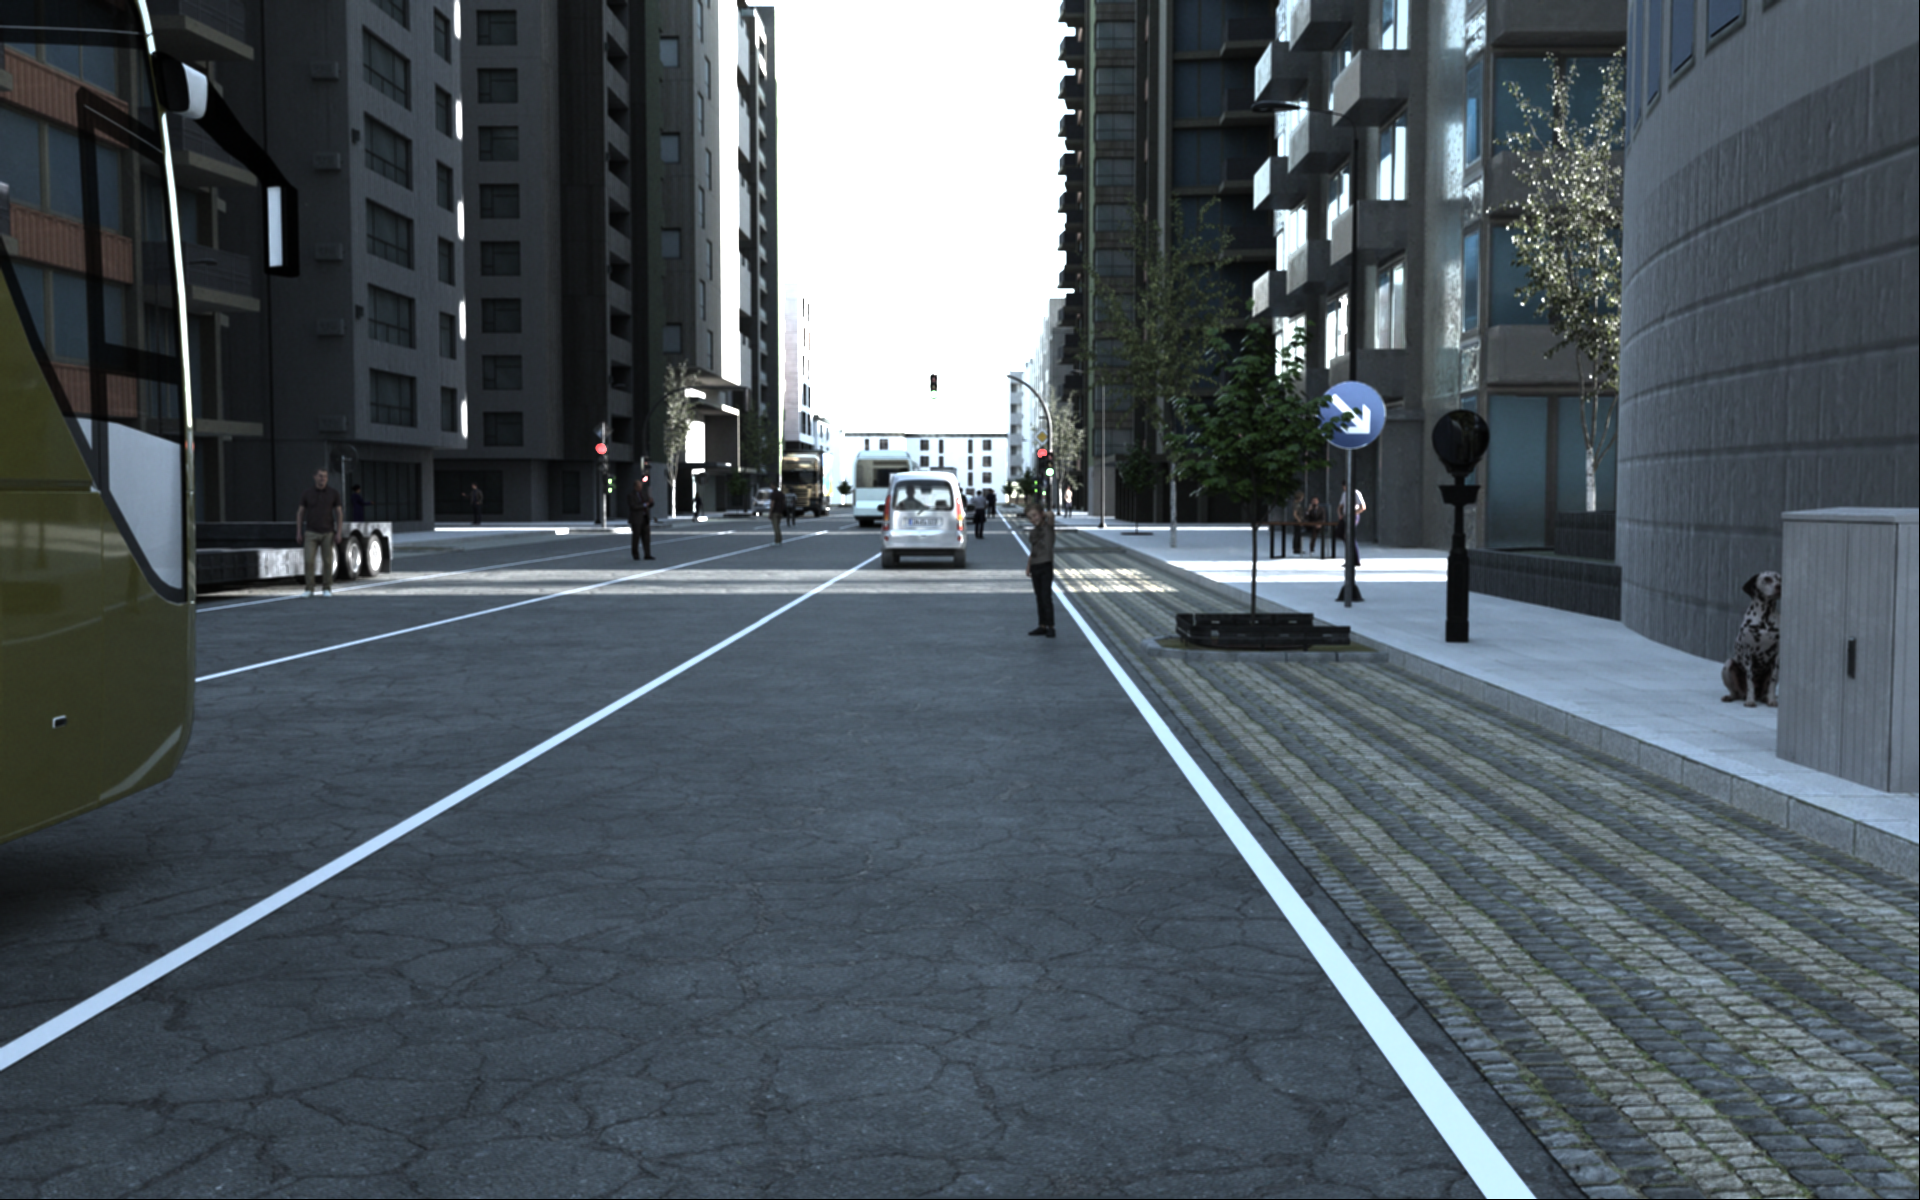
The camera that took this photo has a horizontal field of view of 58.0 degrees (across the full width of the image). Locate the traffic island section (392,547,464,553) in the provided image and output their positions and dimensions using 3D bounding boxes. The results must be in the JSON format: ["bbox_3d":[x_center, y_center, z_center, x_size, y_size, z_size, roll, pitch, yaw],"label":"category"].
[{"bbox_3d":[-13.487,-1.240,43.133,1.991,0.108,1.994,0,4,1],"label":"traffic island section"}]

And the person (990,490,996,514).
[{"bbox_3d":[2.344,-6.926,122.544,0.445,1.727,0.742,1,4,13],"label":"person"}]

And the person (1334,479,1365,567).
[{"bbox_3d":[6.892,-1.361,30.514,0.590,1.554,0.614,-2,4,-24],"label":"person"}]

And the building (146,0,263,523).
[{"bbox_3d":[-28.185,-23.203,34.001,22.147,44.769,28.867,0,4,1],"label":"building"}]

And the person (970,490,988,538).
[{"bbox_3d":[0.597,-2.789,56.317,0.614,1.554,0.590,1,4,11],"label":"person"}]

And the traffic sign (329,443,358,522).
[{"bbox_3d":[-15.487,-2.655,43.509,0.768,2.556,0.104,1,4,10],"label":"traffic sign"}]

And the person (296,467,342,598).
[{"bbox_3d":[-8.897,-0.942,24.030,0.598,1.807,0.434,0,4,-5],"label":"person"}]

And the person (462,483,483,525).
[{"bbox_3d":[-20.553,-4.062,72.982,0.750,1.759,0.617,-3,5,-43],"label":"person"}]

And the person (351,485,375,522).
[{"bbox_3d":[-16.043,-2.324,46.417,0.453,1.535,0.546,1,4,21],"label":"person"}]

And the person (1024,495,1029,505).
[{"bbox_3d":[7.753,-12.159,205.531,0.721,1.739,1.217,-3,5,-40],"label":"person"}]

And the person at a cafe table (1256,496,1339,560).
[{"bbox_3d":[6.983,-1.457,34.676,1.698,1.238,1.726,2,4,29],"label":"person at a cafe table"}]

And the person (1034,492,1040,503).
[{"bbox_3d":[6.137,-7.927,136.466,0.431,1.722,0.655,-1,4,-23],"label":"person"}]

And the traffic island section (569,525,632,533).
[{"bbox_3d":[-13.484,-2.644,65.510,2.009,0.180,2.903,0,4,1],"label":"traffic island section"}]

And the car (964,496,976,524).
[{"bbox_3d":[0.011,-4.482,85.636,2.083,1.381,4.827,0,4,-1],"label":"car"}]

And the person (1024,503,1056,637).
[{"bbox_3d":[0.827,-0.312,17.513,0.435,1.345,0.340,3,4,36],"label":"person"}]

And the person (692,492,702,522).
[{"bbox_3d":[-13.373,-4.703,87.937,0.480,1.512,0.613,1,4,12],"label":"person"}]

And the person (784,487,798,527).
[{"bbox_3d":[-7.352,-4.034,75.184,0.841,1.734,0.376,2,4,32],"label":"person"}]

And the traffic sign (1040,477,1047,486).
[{"bbox_3d":[5.858,-7.423,121.479,0.768,2.556,0.104,0,4,7],"label":"traffic sign"}]

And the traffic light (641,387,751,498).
[{"bbox_3d":[-11.236,-6.036,73.364,4.771,5.953,1.251,0,4,1],"label":"traffic light"}]

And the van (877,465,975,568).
[{"bbox_3d":[-0.695,-1.708,34.941,2.013,2.044,4.112,0,4,0],"label":"van"}]

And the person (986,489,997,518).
[{"bbox_3d":[1.870,-5.792,103.900,0.576,1.737,0.504,-1,4,-13],"label":"person"}]

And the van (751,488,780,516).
[{"bbox_3d":[-12.674,-6.560,114.263,2.013,2.044,4.112,0,4,1],"label":"van"}]

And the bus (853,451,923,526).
[{"bbox_3d":[-3.232,-5.194,79.788,2.948,3.499,13.247,0,4,0],"label":"bus"}]

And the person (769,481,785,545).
[{"bbox_3d":[-5.154,-2.433,48.401,0.434,1.807,0.598,3,4,37],"label":"person"}]

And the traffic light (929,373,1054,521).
[{"bbox_3d":[1.243,-5.527,65.039,4.771,5.953,1.251,0,4,1],"label":"traffic light"}]

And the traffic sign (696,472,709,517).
[{"bbox_3d":[-14.693,-6.041,98.880,0.768,2.556,0.104,1,4,10],"label":"traffic sign"}]

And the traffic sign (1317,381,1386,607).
[{"bbox_3d":[4.399,-1.190,19.560,0.768,2.556,0.104,1,4,10],"label":"traffic sign"}]

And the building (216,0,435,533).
[{"bbox_3d":[-24.440,-17.434,56.743,14.107,30.474,14.160,0,4,1],"label":"building"}]

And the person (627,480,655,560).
[{"bbox_3d":[-6.924,-1.747,37.753,0.600,1.739,0.565,1,4,17],"label":"person"}]

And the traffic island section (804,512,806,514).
[{"bbox_3d":[-12.287,-6.312,126.070,1.991,0.108,1.994,0,4,1],"label":"traffic island section"}]

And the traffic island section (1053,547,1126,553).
[{"bbox_3d":[3.062,-1.220,42.806,1.991,0.108,1.994,0,4,1],"label":"traffic island section"}]

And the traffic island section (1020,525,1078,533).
[{"bbox_3d":[3.376,-2.629,65.264,2.009,0.180,2.903,0,4,1],"label":"traffic island section"}]

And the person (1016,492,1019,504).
[{"bbox_3d":[7.475,-13.119,221.063,0.750,1.759,0.617,1,4,18],"label":"person"}]

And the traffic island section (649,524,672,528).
[{"bbox_3d":[-13.369,-3.132,73.495,2.009,0.180,2.903,0,4,1],"label":"traffic island section"}]

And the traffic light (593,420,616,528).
[{"bbox_3d":[-13.444,-4.676,65.375,0.839,4.253,0.868,0,4,1],"label":"traffic light"}]

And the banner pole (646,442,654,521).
[{"bbox_3d":[-14.991,-5.688,83.013,0.401,3.779,0.863,1,4,14],"label":"banner pole"}]

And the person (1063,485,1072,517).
[{"bbox_3d":[5.841,-5.419,95.180,0.617,1.759,0.750,-1,4,-23],"label":"person"}]

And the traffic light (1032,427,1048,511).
[{"bbox_3d":[3.450,-5.151,73.135,0.839,4.253,0.868,0,4,1],"label":"traffic light"}]

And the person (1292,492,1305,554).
[{"bbox_3d":[7.312,-1.673,37.302,0.340,1.345,0.435,0,4,1],"label":"person"}]

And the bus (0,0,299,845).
[{"bbox_3d":[-4.158,-0.591,1.213,2.896,3.916,12.252,0,4,0],"label":"bus"}]

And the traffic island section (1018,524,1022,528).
[{"bbox_3d":[3.490,-3.117,73.248,2.009,0.180,2.903,0,4,1],"label":"traffic island section"}]

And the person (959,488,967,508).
[{"bbox_3d":[0.069,-4.237,78.601,0.431,1.722,0.655,-1,4,-17],"label":"person"}]
